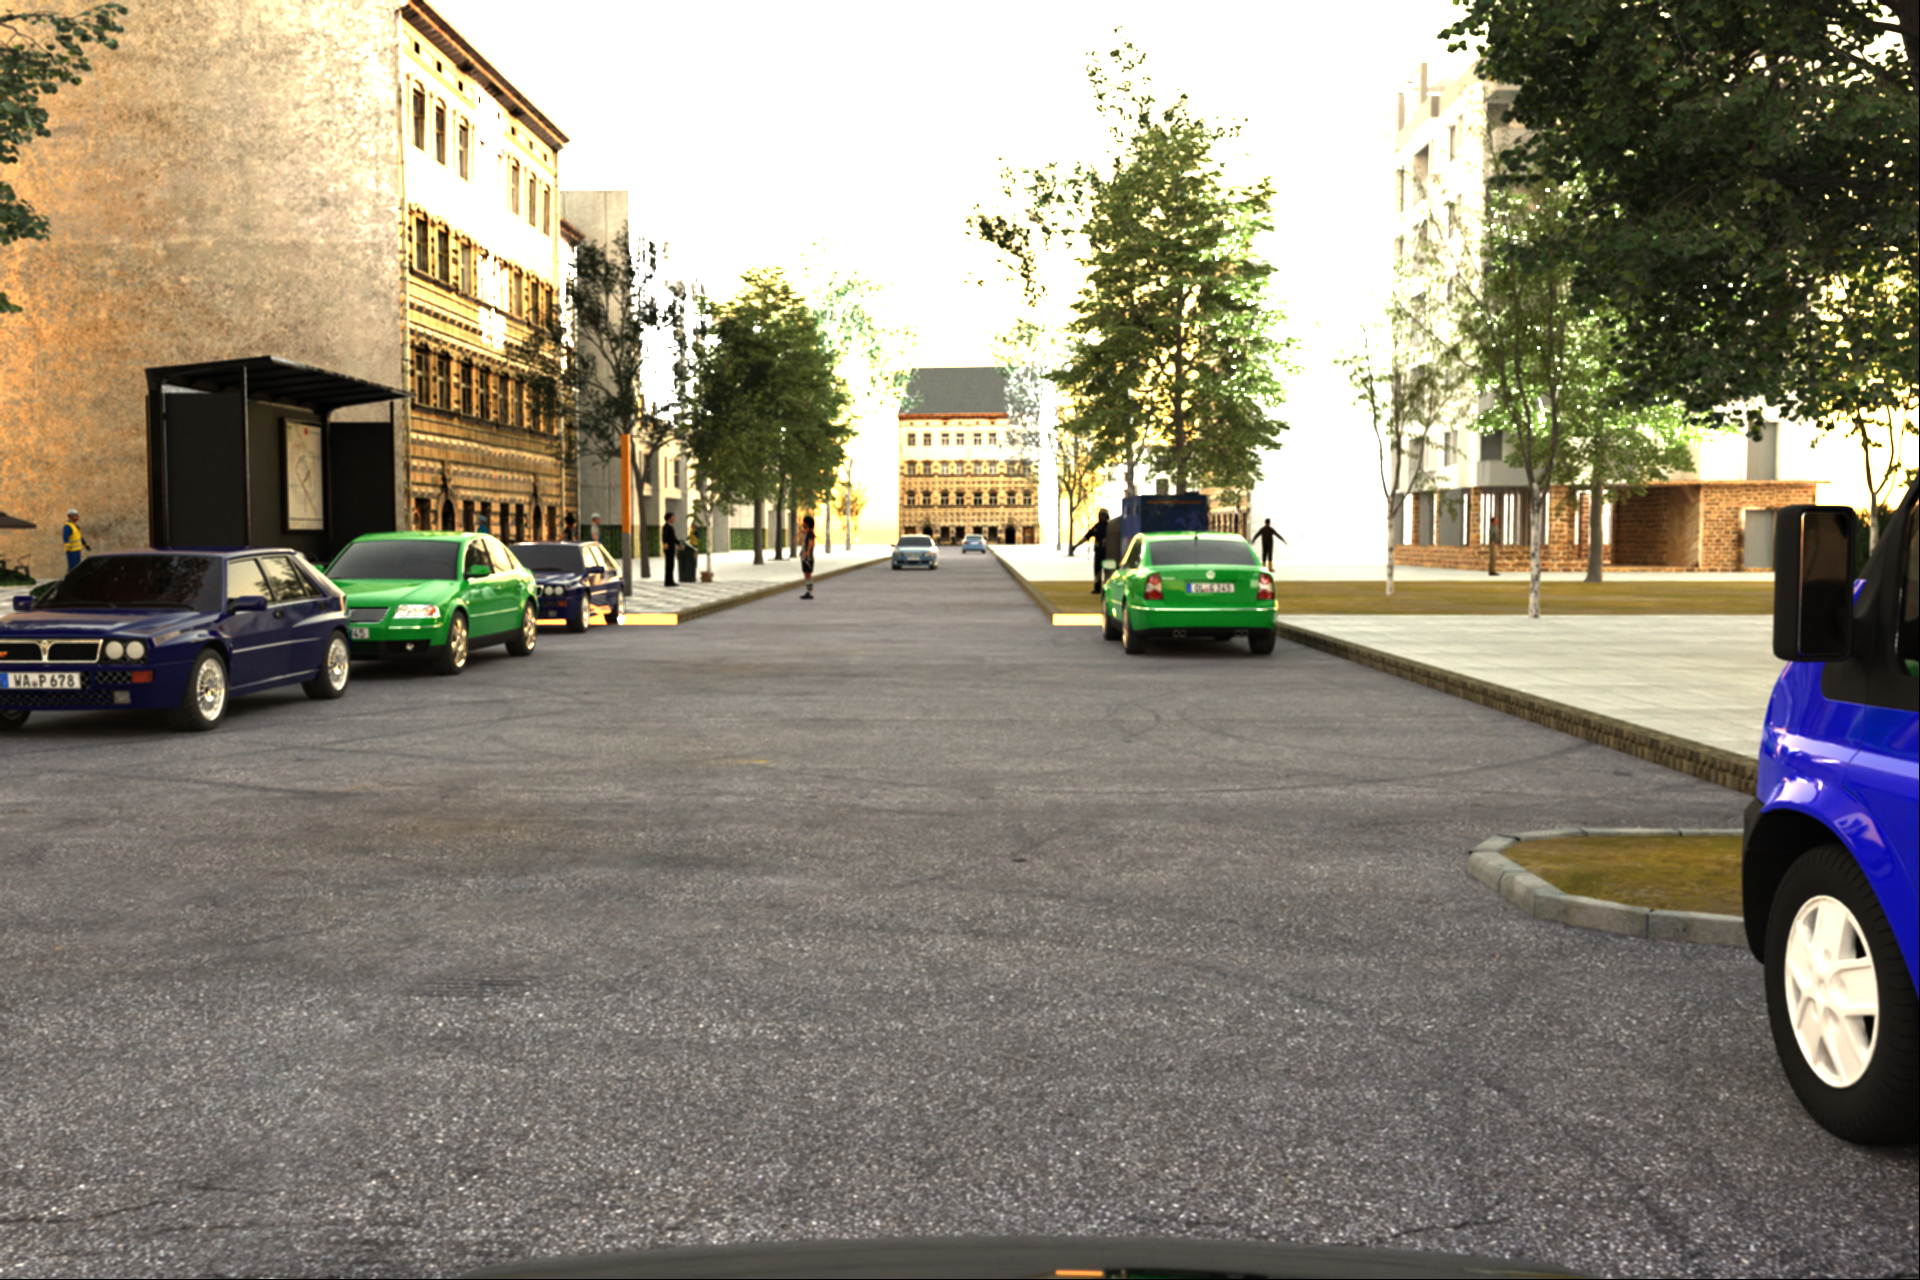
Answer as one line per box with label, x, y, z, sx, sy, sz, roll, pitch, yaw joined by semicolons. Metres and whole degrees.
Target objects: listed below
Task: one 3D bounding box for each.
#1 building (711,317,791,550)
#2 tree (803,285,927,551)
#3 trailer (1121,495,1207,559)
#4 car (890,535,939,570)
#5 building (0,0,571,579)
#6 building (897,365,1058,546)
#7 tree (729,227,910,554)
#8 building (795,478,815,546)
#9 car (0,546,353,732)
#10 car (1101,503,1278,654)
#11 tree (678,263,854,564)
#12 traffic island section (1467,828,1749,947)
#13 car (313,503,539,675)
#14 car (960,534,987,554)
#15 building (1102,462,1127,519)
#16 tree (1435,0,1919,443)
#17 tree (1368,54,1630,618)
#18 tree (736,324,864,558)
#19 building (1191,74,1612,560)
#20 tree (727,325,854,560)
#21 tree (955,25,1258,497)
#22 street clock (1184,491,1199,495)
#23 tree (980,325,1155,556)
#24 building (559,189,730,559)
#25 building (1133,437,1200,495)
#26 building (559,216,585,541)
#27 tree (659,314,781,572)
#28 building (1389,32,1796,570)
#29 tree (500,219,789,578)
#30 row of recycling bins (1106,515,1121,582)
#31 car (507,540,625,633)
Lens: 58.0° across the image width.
building;-24.966;-17.769;156.979;16.747;18.905;31.486;0;4;1
tree;-8.397;-16.789;130.390;12.611;20.169;13.585;0;3;0
trailer;3.066;-1.221;27.006;1.471;1.999;3.904;0;4;-1
car;-1.829;-3.591;70.723;2.014;1.417;4.499;0;4;1
building;-24.696;-13.853;57.433;19.493;23.208;18.063;0;4;1
building;2.624;-23.951;224.982;18.063;23.208;19.493;1;4;10
tree;-9.401;-15.541;109.992;12.611;20.169;13.585;0;3;0
building;-26.184;-21.978;190.276;19.493;23.208;18.063;0;4;1
car;-6.282;-0.075;13.799;1.945;1.354;3.894;0;4;1
car;2.835;-0.810;22.044;1.959;1.807;4.718;0;4;-1
tree;-8.258;-9.450;72.630;7.486;12.596;7.792;0;3;0
traffic island section;3.143;0.973;6.953;1.991;0.108;1.994;0;3;0
car;-5.953;-0.626;19.025;1.959;1.807;4.718;0;4;1
car;1.026;-7.152;128.942;2.014;1.417;4.499;0;3;0
building;21.923;-15.833;201.010;9.099;9.664;28.070;0;4;1
tree;9.031;-6.652;15.421;9.857;13.997;8.962;0;3;0
tree;9.017;-4.649;26.370;4.360;8.622;3.978;0;3;0
tree;-9.100;-10.744;93.788;7.486;12.596;7.792;0;3;0
building;23.248;-15.993;92.413;19.493;23.208;18.063;0;3;0
tree;-8.791;-9.741;85.013;9.928;11.665;9.643;0;3;0
tree;5.755;-12.948;67.596;12.611;20.169;13.585;0;3;0
street clock;3.935;-1.523;29.466;0.358;2.002;0.471;0;4;1
tree;6.492;-11.571;99.563;12.009;13.543;11.850;0;3;0
building;-24.873;-14.598;105.132;16.747;18.905;31.486;0;4;1
building;21.434;-13.536;163.466;9.099;9.664;28.070;0;4;1
building;-28.819;-15.172;78.990;19.493;23.208;18.063;0;4;1
tree;-8.442;-6.656;59.186;4.737;8.622;4.395;0;3;0
building;23.117;-13.118;70.907;16.016;20.090;11.380;0;4;1
tree;-9.268;-7.124;50.893;8.767;10.594;7.601;-1;4;-10
row of recycling bins;3.439;-1.663;34.302;1.069;1.692;3.534;0;4;-1
car;-6.271;-0.843;26.370;1.945;1.354;3.894;0;4;1
